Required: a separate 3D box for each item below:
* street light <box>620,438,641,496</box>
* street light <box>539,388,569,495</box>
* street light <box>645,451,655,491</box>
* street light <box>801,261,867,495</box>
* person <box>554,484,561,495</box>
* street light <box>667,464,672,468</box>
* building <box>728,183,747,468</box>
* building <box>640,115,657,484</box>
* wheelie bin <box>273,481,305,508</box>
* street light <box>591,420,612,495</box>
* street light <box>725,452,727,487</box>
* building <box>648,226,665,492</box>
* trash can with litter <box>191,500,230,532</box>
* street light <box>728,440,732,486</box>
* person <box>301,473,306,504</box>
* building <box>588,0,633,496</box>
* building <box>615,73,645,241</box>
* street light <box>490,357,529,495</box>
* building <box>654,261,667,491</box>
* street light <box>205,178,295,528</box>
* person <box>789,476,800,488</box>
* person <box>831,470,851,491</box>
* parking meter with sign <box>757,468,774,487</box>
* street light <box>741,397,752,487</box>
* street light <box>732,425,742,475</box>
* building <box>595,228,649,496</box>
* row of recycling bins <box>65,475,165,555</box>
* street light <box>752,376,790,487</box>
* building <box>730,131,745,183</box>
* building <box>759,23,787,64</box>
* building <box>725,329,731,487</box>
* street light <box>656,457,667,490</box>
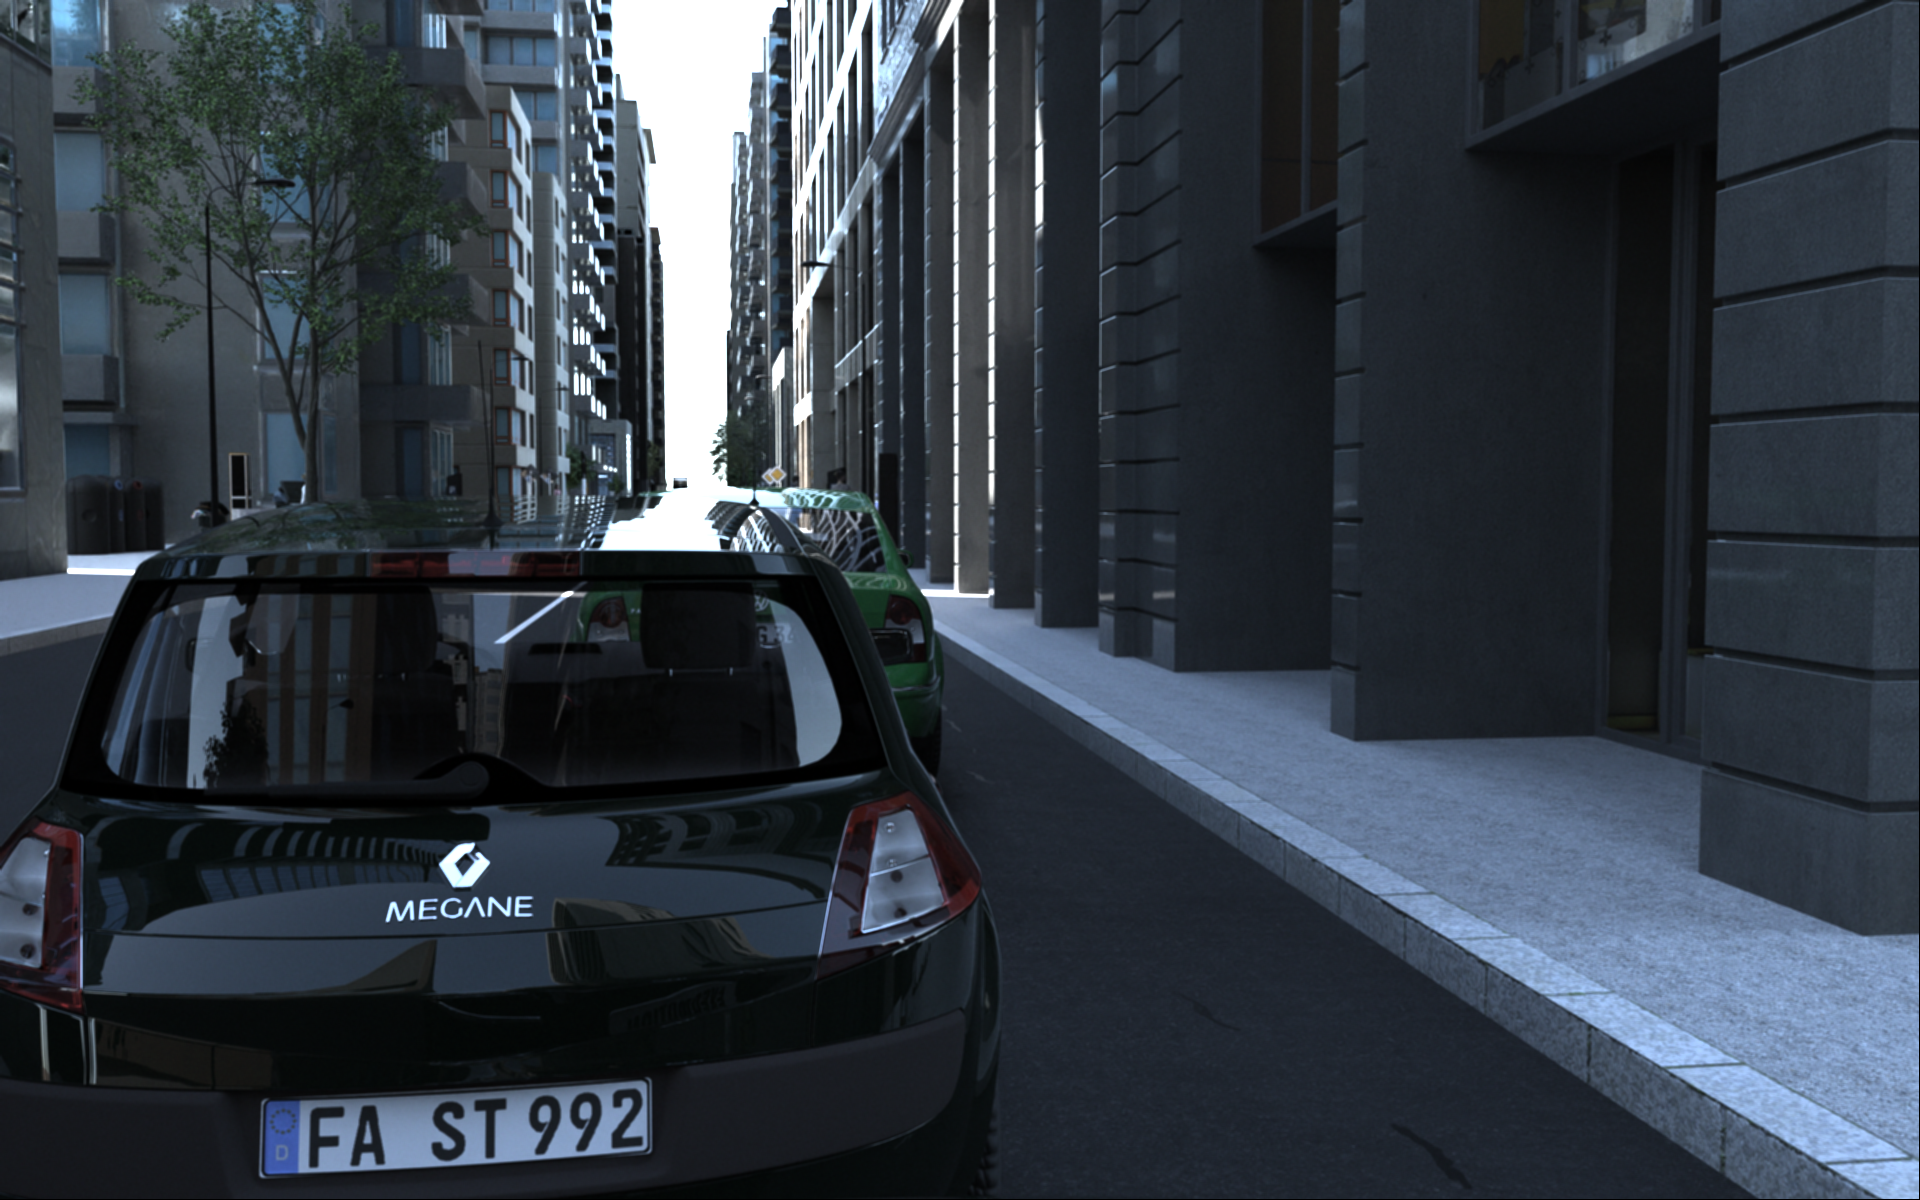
[{"bbox_3d":[-28.583,-10.897,150.706,1.470,5.913,1.316,-1,4,-8],"label":"street light"},{"bbox_3d":[-17.762,-6.307,75.659,1.470,5.913,1.316,-1,4,-8],"label":"street light"},{"bbox_3d":[-33.579,-12.988,184.886,1.470,5.913,1.316,-1,4,-8],"label":"street light"},{"bbox_3d":[-2.468,-3.802,34.696,1.470,5.913,1.316,-1,4,-8],"label":"street light"},{"bbox_3d":[-20.922,-5.138,90.067,0.388,1.821,0.555,1,4,20],"label":"person"},{"bbox_3d":[-45.317,-17.932,265.725,1.470,5.913,1.316,-1,4,-8],"label":"street light"},{"bbox_3d":[-23.313,-38.730,256.937,21.300,48.544,21.600,-1,4,-8],"label":"building"},{"bbox_3d":[-57.113,-39.983,242.958,28.713,52.752,27.495,-1,4,-8],"label":"building"},{"bbox_3d":[-15.765,-2.019,40.919,0.693,1.594,0.980,3,5,39],"label":"wheelie bin"},{"bbox_3d":[-22.540,-8.332,108.771,1.470,5.913,1.316,-1,4,-8],"label":"street light"},{"bbox_3d":[-20.642,-11.441,159.604,1.470,5.913,1.316,-1,4,-8],"label":"street light"},{"bbox_3d":[-58.022,-37.810,272.817,22.147,44.769,28.867,-1,4,-8],"label":"building"},{"bbox_3d":[-15.311,-1.489,35.725,0.624,1.170,1.055,0,4,4],"label":"trash can with litter"},{"bbox_3d":[-19.127,-10.826,149.544,1.470,5.913,1.316,-1,4,-8],"label":"street light"},{"bbox_3d":[-15.055,-2.061,39.959,0.641,1.798,0.478,-2,4,-32],"label":"person"},{"bbox_3d":[-42.024,-51.880,160.910,22.319,86.520,31.000,-1,4,-8],"label":"building"},{"bbox_3d":[-47.865,-35.392,202.364,21.300,48.544,21.600,-1,4,-8],"label":"building"},{"bbox_3d":[-15.278,-5.267,58.658,1.470,5.913,1.316,-1,4,-8],"label":"street light"},{"bbox_3d":[-57.364,-37.375,294.681,14.154,41.232,14.086,-1,4,-8],"label":"building"},{"bbox_3d":[-10.473,-3.242,25.550,1.470,5.913,1.316,-1,4,-8],"label":"street light"},{"bbox_3d":[-5.025,-2.902,53.294,0.447,1.846,0.655,0,4,2],"label":"person"},{"bbox_3d":[-2.425,-1.835,36.381,0.599,1.781,0.374,1,4,12],"label":"person"},{"bbox_3d":[-12.901,-7.147,113.114,1.738,3.016,0.543,-2,4,-34],"label":"parking meter with sign"},{"bbox_3d":[-9.617,-6.775,83.313,1.470,5.913,1.316,-1,4,-8],"label":"street light"},{"bbox_3d":[-14.403,-8.800,116.424,1.470,5.913,1.316,-1,4,-8],"label":"street light"},{"bbox_3d":[-40.959,-25.334,185.907,14.160,30.474,14.107,-1,4,-8],"label":"building"},{"bbox_3d":[-18.576,-1.892,38.040,1.069,1.692,3.534,0,4,-1],"label":"row of recycling bins"},{"bbox_3d":[-7.288,-5.844,68.097,1.470,5.913,1.316,-1,4,-8],"label":"street light"},{"bbox_3d":[-26.439,-45.217,281.299,21.231,58.520,28.212,-1,4,-8],"label":"building"},{"bbox_3d":[-10.824,-34.371,181.567,23.786,49.044,30.456,-1,4,-8],"label":"building"},{"bbox_3d":[-33.792,-32.461,302.433,14.160,30.474,14.107,-1,4,-8],"label":"building"},{"bbox_3d":[-40.493,-15.907,232.620,1.470,5.913,1.316,-1,4,-8],"label":"street light"}]
